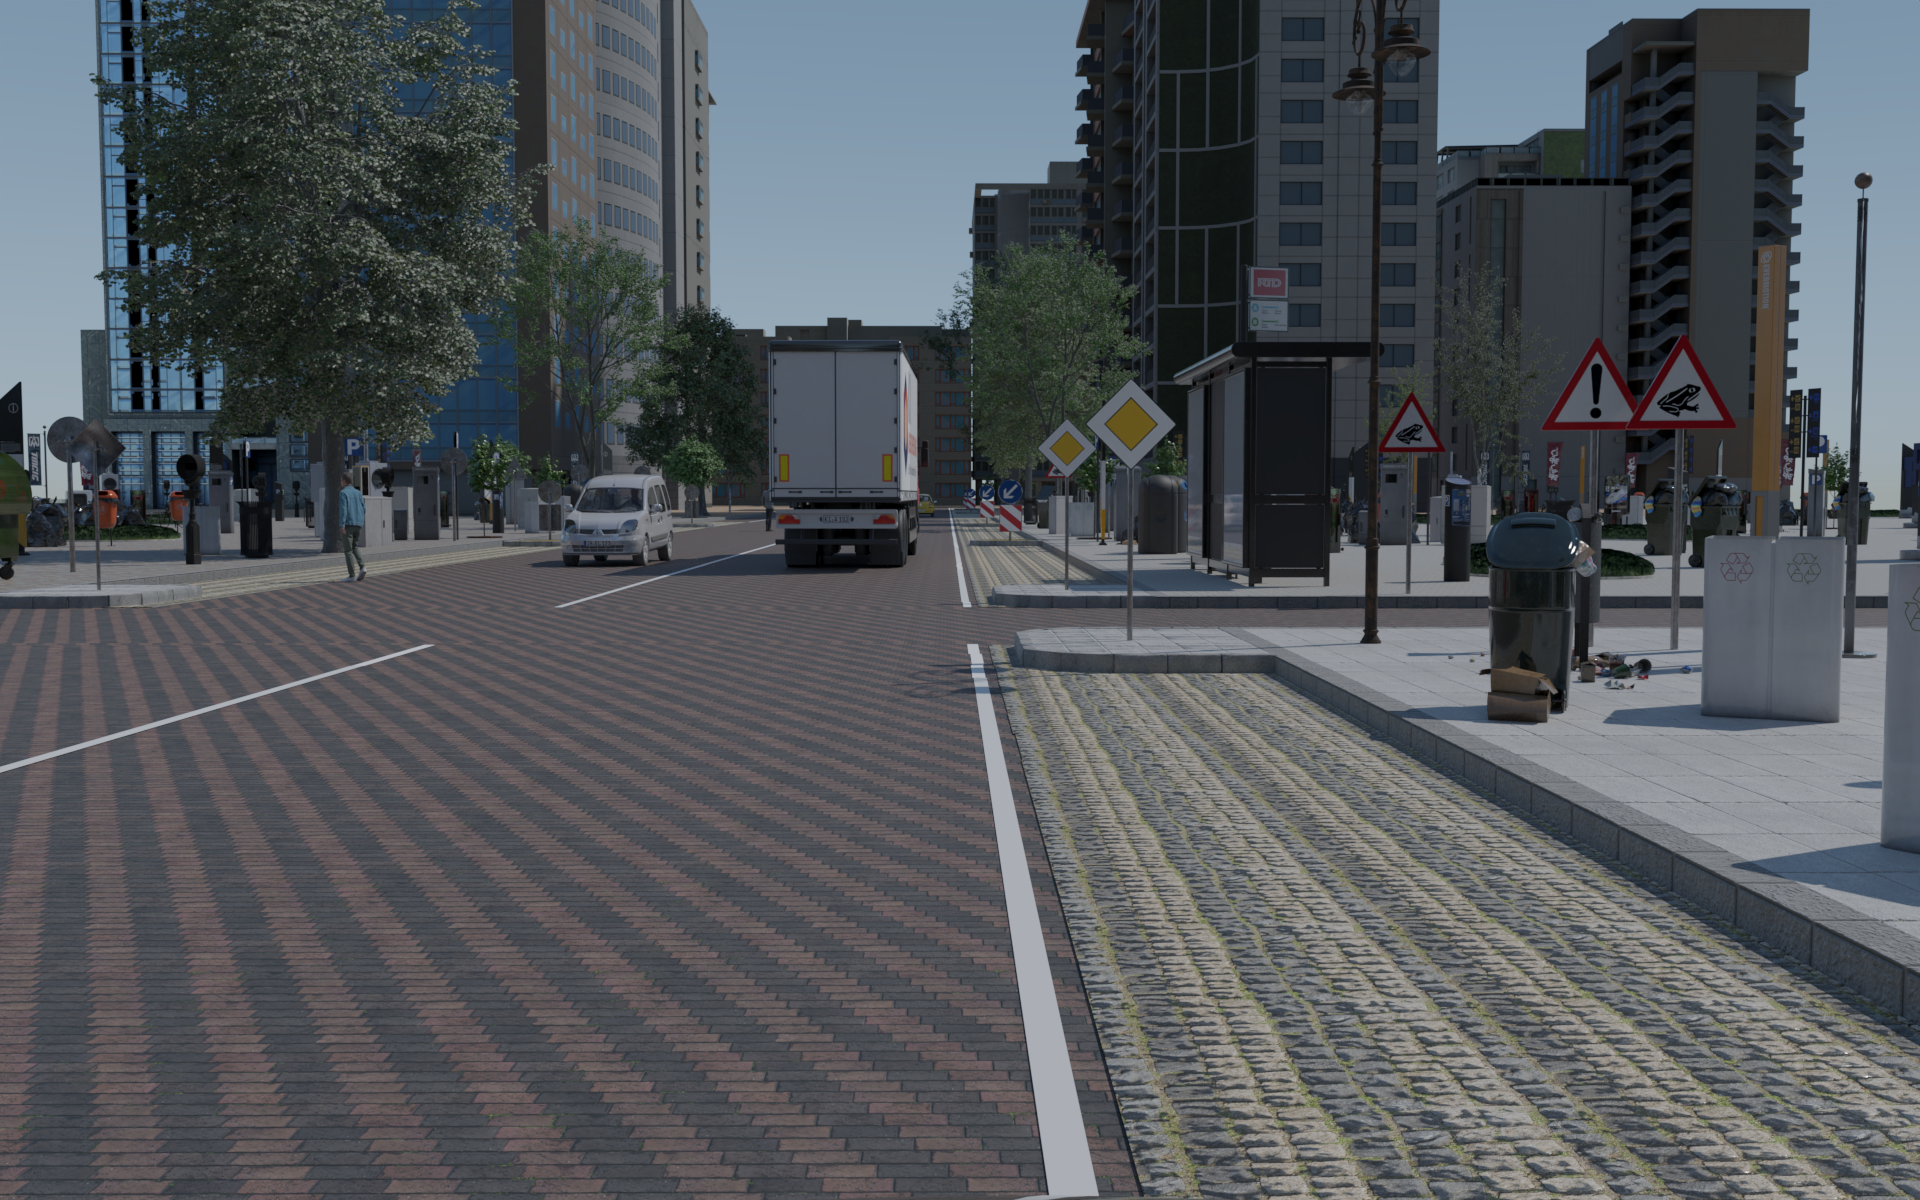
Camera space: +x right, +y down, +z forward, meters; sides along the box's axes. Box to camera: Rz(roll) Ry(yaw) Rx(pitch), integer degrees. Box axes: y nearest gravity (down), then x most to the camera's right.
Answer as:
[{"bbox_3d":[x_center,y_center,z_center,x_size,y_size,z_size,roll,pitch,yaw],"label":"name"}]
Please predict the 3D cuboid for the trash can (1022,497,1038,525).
[{"bbox_3d":[2.971,-3.726,72.568,0.748,1.137,0.748,0,3,0],"label":"trash can"}]

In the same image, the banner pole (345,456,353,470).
[{"bbox_3d":[-31.833,-6.120,90.077,0.863,3.779,0.401,-2,4,-23],"label":"banner pole"}]

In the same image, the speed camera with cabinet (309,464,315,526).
[{"bbox_3d":[-18.763,-3.468,51.030,0.660,3.252,2.038,-1,4,-15],"label":"speed camera with cabinet"}]

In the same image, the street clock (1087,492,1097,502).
[{"bbox_3d":[4.299,-3.167,56.350,0.358,2.002,0.471,-3,4,-37],"label":"street clock"}]

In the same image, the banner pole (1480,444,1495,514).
[{"bbox_3d":[26.510,-5.930,86.977,0.863,3.779,0.401,1,4,19],"label":"banner pole"}]

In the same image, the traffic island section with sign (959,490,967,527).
[{"bbox_3d":[1.058,-4.102,75.688,1.989,1.847,2.006,0,4,0],"label":"traffic island section with sign"}]

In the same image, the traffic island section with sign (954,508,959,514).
[{"bbox_3d":[0.682,-7.119,125.021,1.989,1.847,2.006,0,4,0],"label":"traffic island section with sign"}]

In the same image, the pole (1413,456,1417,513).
[{"bbox_3d":[24.090,-5.987,91.727,0.158,3.312,0.155,0,3,0],"label":"pole"}]

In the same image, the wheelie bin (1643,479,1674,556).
[{"bbox_3d":[14.832,-1.738,36.329,0.980,1.594,0.693,-2,4,-29],"label":"wheelie bin"}]

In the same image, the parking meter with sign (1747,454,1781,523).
[{"bbox_3d":[35.154,-4.869,75.875,0.543,3.016,1.738,-1,4,-8],"label":"parking meter with sign"}]

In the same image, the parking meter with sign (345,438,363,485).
[{"bbox_3d":[-18.899,-3.487,53.278,0.543,3.016,1.738,0,4,0],"label":"parking meter with sign"}]

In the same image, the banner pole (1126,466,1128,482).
[{"bbox_3d":[4.493,-3.417,45.884,0.401,3.779,0.863,1,4,18],"label":"banner pole"}]

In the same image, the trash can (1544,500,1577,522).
[{"bbox_3d":[14.369,-1.826,41.505,0.748,1.137,0.748,0,3,0],"label":"trash can"}]

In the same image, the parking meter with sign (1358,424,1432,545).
[{"bbox_3d":[10.938,-2.893,43.569,1.738,3.016,0.543,1,4,21],"label":"parking meter with sign"}]

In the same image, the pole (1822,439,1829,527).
[{"bbox_3d":[32.324,-4.335,64.721,0.158,3.312,0.155,0,3,0],"label":"pole"}]

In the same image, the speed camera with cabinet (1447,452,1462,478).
[{"bbox_3d":[22.879,-5.262,80.362,0.660,3.252,2.038,2,4,23],"label":"speed camera with cabinet"}]

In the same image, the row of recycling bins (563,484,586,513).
[{"bbox_3d":[-14.821,-3.857,70.173,1.069,1.692,3.534,1,4,21],"label":"row of recycling bins"}]

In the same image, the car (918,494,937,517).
[{"bbox_3d":[-2.469,-6.086,109.724,2.015,1.641,3.980,0,4,0],"label":"car"}]

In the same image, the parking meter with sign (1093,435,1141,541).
[{"bbox_3d":[4.556,-3.103,46.997,1.738,3.016,0.543,0,4,-6],"label":"parking meter with sign"}]

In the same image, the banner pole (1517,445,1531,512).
[{"bbox_3d":[28.481,-5.973,87.677,0.401,3.779,0.863,-3,5,-39],"label":"banner pole"}]

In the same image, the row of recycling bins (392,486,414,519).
[{"bbox_3d":[-29.080,-5.079,90.158,1.069,1.692,3.534,-3,4,-38],"label":"row of recycling bins"}]

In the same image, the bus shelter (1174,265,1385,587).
[{"bbox_3d":[4.761,-3.088,28.129,2.179,5.291,8.768,0,4,-1],"label":"bus shelter"}]

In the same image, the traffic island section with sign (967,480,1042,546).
[{"bbox_3d":[1.269,-2.422,48.223,1.989,1.847,2.006,0,4,0],"label":"traffic island section with sign"}]

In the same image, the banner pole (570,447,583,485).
[{"bbox_3d":[-20.013,-6.161,90.745,0.863,3.779,0.401,-2,4,-34],"label":"banner pole"}]

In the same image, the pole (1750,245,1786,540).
[{"bbox_3d":[6.682,-1.254,14.344,0.158,3.312,0.155,0,3,0],"label":"pole"}]

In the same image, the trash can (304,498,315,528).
[{"bbox_3d":[-24.203,-3.256,64.893,0.748,1.137,0.748,0,3,0],"label":"trash can"}]

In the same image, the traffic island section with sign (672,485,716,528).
[{"bbox_3d":[-11.561,-4.037,74.640,1.989,1.847,2.006,0,4,0],"label":"traffic island section with sign"}]

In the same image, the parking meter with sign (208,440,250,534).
[{"bbox_3d":[-24.028,-3.671,56.288,1.738,3.016,0.543,-1,4,-9],"label":"parking meter with sign"}]

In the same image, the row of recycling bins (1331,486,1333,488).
[{"bbox_3d":[17.115,-4.678,83.593,1.069,1.692,3.534,-1,4,-12],"label":"row of recycling bins"}]

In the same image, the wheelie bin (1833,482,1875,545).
[{"bbox_3d":[22.735,-2.207,43.999,0.980,1.594,0.693,0,4,4],"label":"wheelie bin"}]

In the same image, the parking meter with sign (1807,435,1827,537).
[{"bbox_3d":[25.663,-3.399,51.834,0.543,3.016,1.738,2,4,30],"label":"parking meter with sign"}]

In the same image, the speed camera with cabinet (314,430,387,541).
[{"bbox_3d":[-16.782,-3.279,47.952,0.660,3.252,2.038,2,4,25],"label":"speed camera with cabinet"}]

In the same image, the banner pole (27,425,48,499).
[{"bbox_3d":[-33.452,-4.461,62.954,0.401,3.779,0.863,3,4,36],"label":"banner pole"}]

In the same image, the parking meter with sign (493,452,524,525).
[{"bbox_3d":[-18.712,-4.686,72.872,1.738,3.016,0.543,-3,5,-44],"label":"parking meter with sign"}]

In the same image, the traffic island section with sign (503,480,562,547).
[{"bbox_3d":[-11.355,-2.389,47.685,1.989,1.847,2.006,0,4,0],"label":"traffic island section with sign"}]

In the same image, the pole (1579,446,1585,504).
[{"bbox_3d":[26.457,-4.882,73.671,0.158,3.312,0.155,0,3,0],"label":"pole"}]

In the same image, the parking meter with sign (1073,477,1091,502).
[{"bbox_3d":[4.602,-3.736,57.341,1.738,3.016,0.543,0,4,0],"label":"parking meter with sign"}]

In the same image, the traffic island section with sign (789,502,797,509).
[{"bbox_3d":[-11.950,-7.108,124.839,1.989,1.847,2.006,0,4,0],"label":"traffic island section with sign"}]

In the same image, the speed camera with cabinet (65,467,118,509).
[{"bbox_3d":[-37.992,-4.982,75.788,2.038,3.252,0.660,-2,4,-35],"label":"speed camera with cabinet"}]

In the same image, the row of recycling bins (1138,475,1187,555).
[{"bbox_3d":[4.826,-1.906,38.277,1.069,1.692,3.534,2,4,28],"label":"row of recycling bins"}]

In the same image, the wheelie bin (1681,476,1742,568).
[{"bbox_3d":[13.206,-1.367,30.259,0.980,1.594,0.693,-2,4,-35],"label":"wheelie bin"}]

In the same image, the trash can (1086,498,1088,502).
[{"bbox_3d":[5.077,-3.268,65.078,0.748,1.137,0.748,0,3,0],"label":"trash can"}]

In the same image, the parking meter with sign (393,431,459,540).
[{"bbox_3d":[-14.883,-3.181,48.270,1.738,3.016,0.543,-1,4,-12],"label":"parking meter with sign"}]

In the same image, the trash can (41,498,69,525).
[{"bbox_3d":[-26.228,-2.369,50.385,0.748,1.137,0.748,0,3,0],"label":"trash can"}]

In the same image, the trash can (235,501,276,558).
[{"bbox_3d":[-14.088,-1.408,34.668,0.748,1.137,0.748,0,3,0],"label":"trash can"}]

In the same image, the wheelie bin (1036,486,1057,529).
[{"bbox_3d":[3.261,-3.443,64.197,0.693,1.594,0.980,-3,5,-42],"label":"wheelie bin"}]
